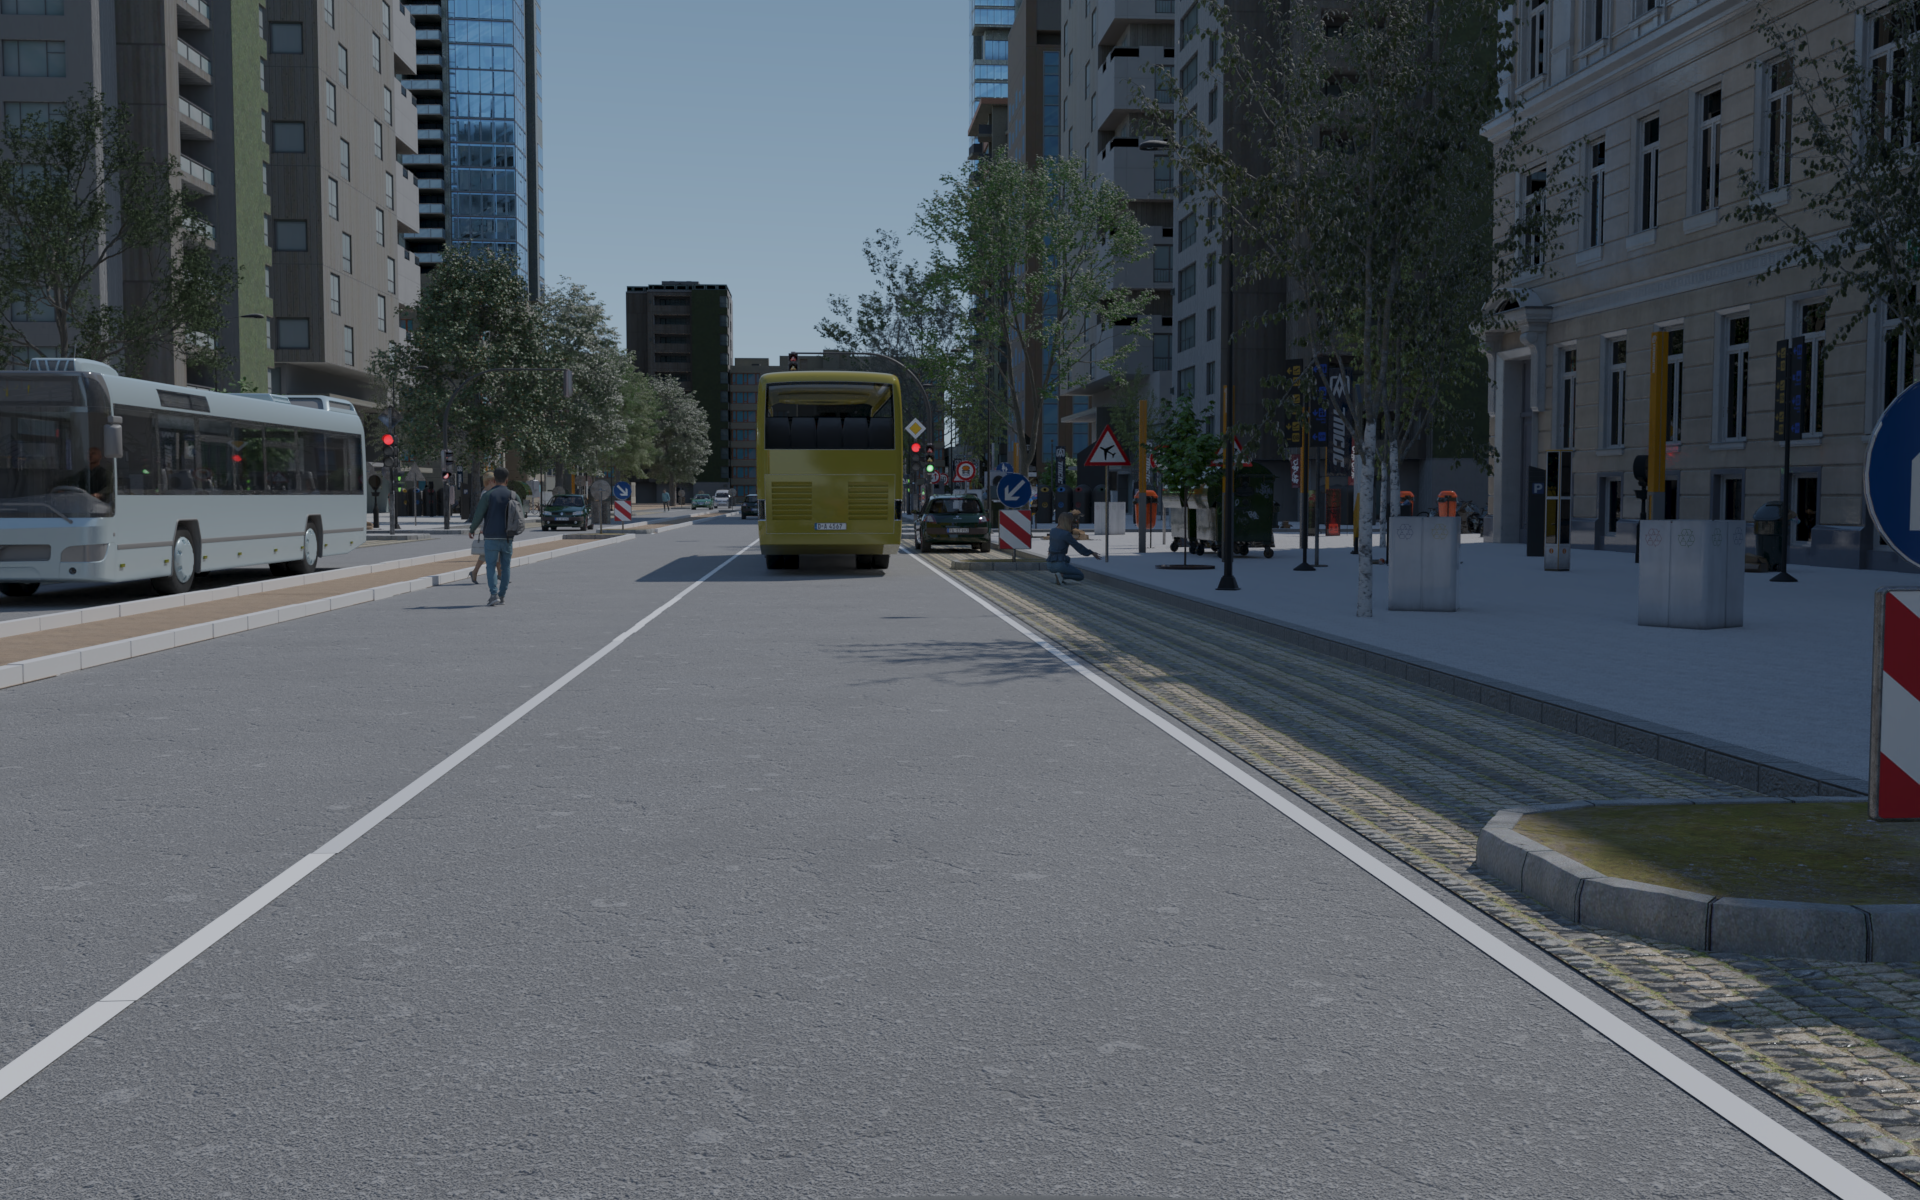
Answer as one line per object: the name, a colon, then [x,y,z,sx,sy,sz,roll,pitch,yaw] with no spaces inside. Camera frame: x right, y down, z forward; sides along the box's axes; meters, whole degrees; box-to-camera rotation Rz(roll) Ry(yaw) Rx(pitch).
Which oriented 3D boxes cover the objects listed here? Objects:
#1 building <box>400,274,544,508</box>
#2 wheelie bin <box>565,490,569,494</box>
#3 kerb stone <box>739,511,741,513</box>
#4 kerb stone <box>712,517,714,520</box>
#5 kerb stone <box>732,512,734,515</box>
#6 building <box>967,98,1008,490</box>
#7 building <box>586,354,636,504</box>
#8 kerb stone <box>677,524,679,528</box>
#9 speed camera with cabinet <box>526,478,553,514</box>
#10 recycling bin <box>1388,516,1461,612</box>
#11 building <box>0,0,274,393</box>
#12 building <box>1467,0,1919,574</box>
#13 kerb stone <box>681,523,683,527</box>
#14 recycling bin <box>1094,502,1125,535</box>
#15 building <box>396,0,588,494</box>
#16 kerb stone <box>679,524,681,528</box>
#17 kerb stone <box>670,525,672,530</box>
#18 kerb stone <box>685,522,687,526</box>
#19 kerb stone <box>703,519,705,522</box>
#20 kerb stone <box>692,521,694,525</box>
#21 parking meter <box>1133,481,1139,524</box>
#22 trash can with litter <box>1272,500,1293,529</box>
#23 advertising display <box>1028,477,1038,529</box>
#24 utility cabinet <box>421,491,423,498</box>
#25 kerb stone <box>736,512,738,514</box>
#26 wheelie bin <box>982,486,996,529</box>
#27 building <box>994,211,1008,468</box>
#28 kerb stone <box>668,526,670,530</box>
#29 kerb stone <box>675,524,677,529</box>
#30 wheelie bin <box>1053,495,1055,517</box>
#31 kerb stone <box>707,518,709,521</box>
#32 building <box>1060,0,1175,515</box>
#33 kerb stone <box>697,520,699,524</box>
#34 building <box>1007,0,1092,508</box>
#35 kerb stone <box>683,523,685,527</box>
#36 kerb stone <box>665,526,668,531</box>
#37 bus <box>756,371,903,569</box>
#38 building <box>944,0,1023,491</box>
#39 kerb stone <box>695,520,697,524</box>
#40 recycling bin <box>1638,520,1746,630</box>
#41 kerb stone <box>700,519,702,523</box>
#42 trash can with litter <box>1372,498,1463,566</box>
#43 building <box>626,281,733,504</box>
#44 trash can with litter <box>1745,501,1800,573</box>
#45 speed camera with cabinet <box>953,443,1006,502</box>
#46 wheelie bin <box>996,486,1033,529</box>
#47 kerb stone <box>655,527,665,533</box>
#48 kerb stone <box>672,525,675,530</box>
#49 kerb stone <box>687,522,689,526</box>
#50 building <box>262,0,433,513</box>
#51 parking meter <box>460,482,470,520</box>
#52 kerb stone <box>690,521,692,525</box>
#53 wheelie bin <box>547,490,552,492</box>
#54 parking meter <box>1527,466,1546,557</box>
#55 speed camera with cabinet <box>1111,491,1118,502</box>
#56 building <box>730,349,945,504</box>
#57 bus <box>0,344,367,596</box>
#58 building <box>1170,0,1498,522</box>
building: [-52.441,-18.638,149.777,27.650,21.520,28.899,0,4,-5]
wheelie bin: [-28.057,-7.015,122.605,0.980,1.594,0.693,-3,4,-39]
kerb stone: [-16.040,-6.258,124.508,0.120,0.150,1.000,0,4,-5]
kerb stone: [-13.588,-4.383,93.880,0.120,0.150,1.000,0,4,-5]
kerb stone: [-15.300,-5.690,115.314,0.120,0.150,1.000,0,4,-5]
building: [12.306,-32.787,190.684,22.147,44.769,28.867,0,4,-5]
building: [-60.849,-24.380,243.647,28.899,21.520,27.650,0,4,-5]
kerb stone: [-11.785,-3.007,71.363,0.120,0.150,1.000,0,4,-5]
speed camera with cabinet: [-27.642,-7.339,114.334,0.660,3.252,2.038,3,4,38]
recycling bin: [5.160,-0.408,19.229,0.722,1.027,0.722,1,4,20]
building: [-40.695,-24.143,78.339,14.154,41.232,14.086,0,4,-5]
building: [20.894,-15.298,36.030,13.634,28.700,20.117,0,4,-5]
kerb stone: [-11.950,-3.128,73.409,0.120,0.150,1.000,0,4,-5]
recycling bin: [4.738,-2.581,54.752,0.722,1.027,0.722,-3,5,-41]
building: [-57.931,-53.489,187.212,31.000,86.520,22.319,0,4,-5]
kerb stone: [-11.866,-3.070,72.390,0.120,0.150,1.000,0,4,-5]
kerb stone: [-11.543,-2.817,68.294,0.120,0.150,1.000,0,4,-5]
kerb stone: [-12.115,-3.255,75.461,0.120,0.150,1.000,0,4,-5]
kerb stone: [-13.010,-3.947,86.722,0.120,0.150,1.000,0,4,-5]
kerb stone: [-12.436,-3.506,79.544,0.120,0.150,1.000,0,4,-5]
parking meter: [7.644,-4.206,74.477,0.399,1.863,0.255,2,4,27]
trash can with litter: [11.814,-3.246,64.465,1.055,1.170,0.624,-1,4,-16]
advertising display: [2.414,-3.562,63.445,0.974,1.923,0.123,-2,4,-26]
utility cabinet: [-40.435,-7.420,129.994,1.173,1.500,0.318,1,4,9]
kerb stone: [-15.706,-6.007,120.414,0.120,0.150,1.000,0,4,-5]
wheelie bin: [1.246,-3.464,64.550,0.980,1.594,0.693,-2,4,-29]
building: [10.115,-24.292,168.867,14.160,30.474,14.107,0,4,-5]
kerb stone: [-11.467,-2.756,67.264,0.120,0.150,1.000,0,4,-5]
kerb stone: [-11.706,-2.943,70.332,0.120,0.150,1.000,0,4,-5]
wheelie bin: [5.038,-5.539,98.471,0.693,1.594,0.980,0,4,7]
kerb stone: [-13.262,-4.134,89.787,0.120,0.150,1.000,0,4,-5]
building: [21.865,-32.271,116.873,28.713,52.752,27.495,0,4,-5]
kerb stone: [-12.688,-3.697,82.634,0.120,0.150,1.000,0,4,-5]
building: [11.851,-30.821,154.038,14.600,45.320,14.200,0,4,-5]
kerb stone: [-12.030,-3.189,74.437,0.120,0.150,1.000,0,4,-5]
kerb stone: [-11.377,-2.690,66.246,0.120,0.150,1.000,0,4,-5]
bus: [-2.796,-2.716,35.948,2.896,3.916,12.252,0,4,-5]
building: [13.133,-56.996,244.558,31.000,86.520,22.319,0,4,-5]
kerb stone: [-12.610,-3.633,81.611,0.120,0.150,1.000,0,4,-5]
recycling bin: [7.096,-0.260,16.804,0.722,1.027,0.722,-3,4,-36]
kerb stone: [-12.846,-3.819,84.675,0.120,0.150,1.000,0,4,-5]
trash can with litter: [8.418,-1.261,31.682,2.233,1.210,1.678,-2,4,-24]
building: [-38.377,-28.520,237.994,14.107,30.474,14.160,0,4,-5]
trash can with litter: [13.291,-1.046,28.482,1.055,1.170,0.624,-3,5,-41]
speed camera with cabinet: [0.758,-4.430,66.763,2.038,3.252,0.660,-2,4,-27]
wheelie bin: [1.715,-2.770,53.195,0.980,1.594,0.693,-1,4,-9]
kerb stone: [-11.294,-2.631,65.221,0.120,0.150,1.000,0,4,-5]
kerb stone: [-11.624,-2.882,69.313,0.120,0.150,1.000,0,4,-5]
kerb stone: [-12.191,-3.320,76.481,0.120,0.150,1.000,0,4,-5]
building: [-49.876,-31.702,107.561,28.713,52.752,27.495,0,4,-5]
parking meter: [-24.803,-4.960,86.806,0.399,1.863,0.255,-3,5,-40]
kerb stone: [-12.361,-3.445,78.521,0.120,0.150,1.000,0,4,-5]
wheelie bin: [-30.088,-7.313,127.471,0.980,1.594,0.693,1,4,16]
parking meter: [11.863,-1.826,35.559,0.399,1.863,0.255,1,4,14]
speed camera with cabinet: [6.949,-5.691,87.389,2.038,3.252,0.660,2,4,35]
building: [-17.552,-24.622,247.614,28.899,21.520,27.650,0,4,-5]
bus: [-12.387,-1.974,27.130,2.948,3.499,13.247,0,4,-4]
building: [18.413,-19.057,83.283,14.107,30.474,14.160,0,4,-5]
